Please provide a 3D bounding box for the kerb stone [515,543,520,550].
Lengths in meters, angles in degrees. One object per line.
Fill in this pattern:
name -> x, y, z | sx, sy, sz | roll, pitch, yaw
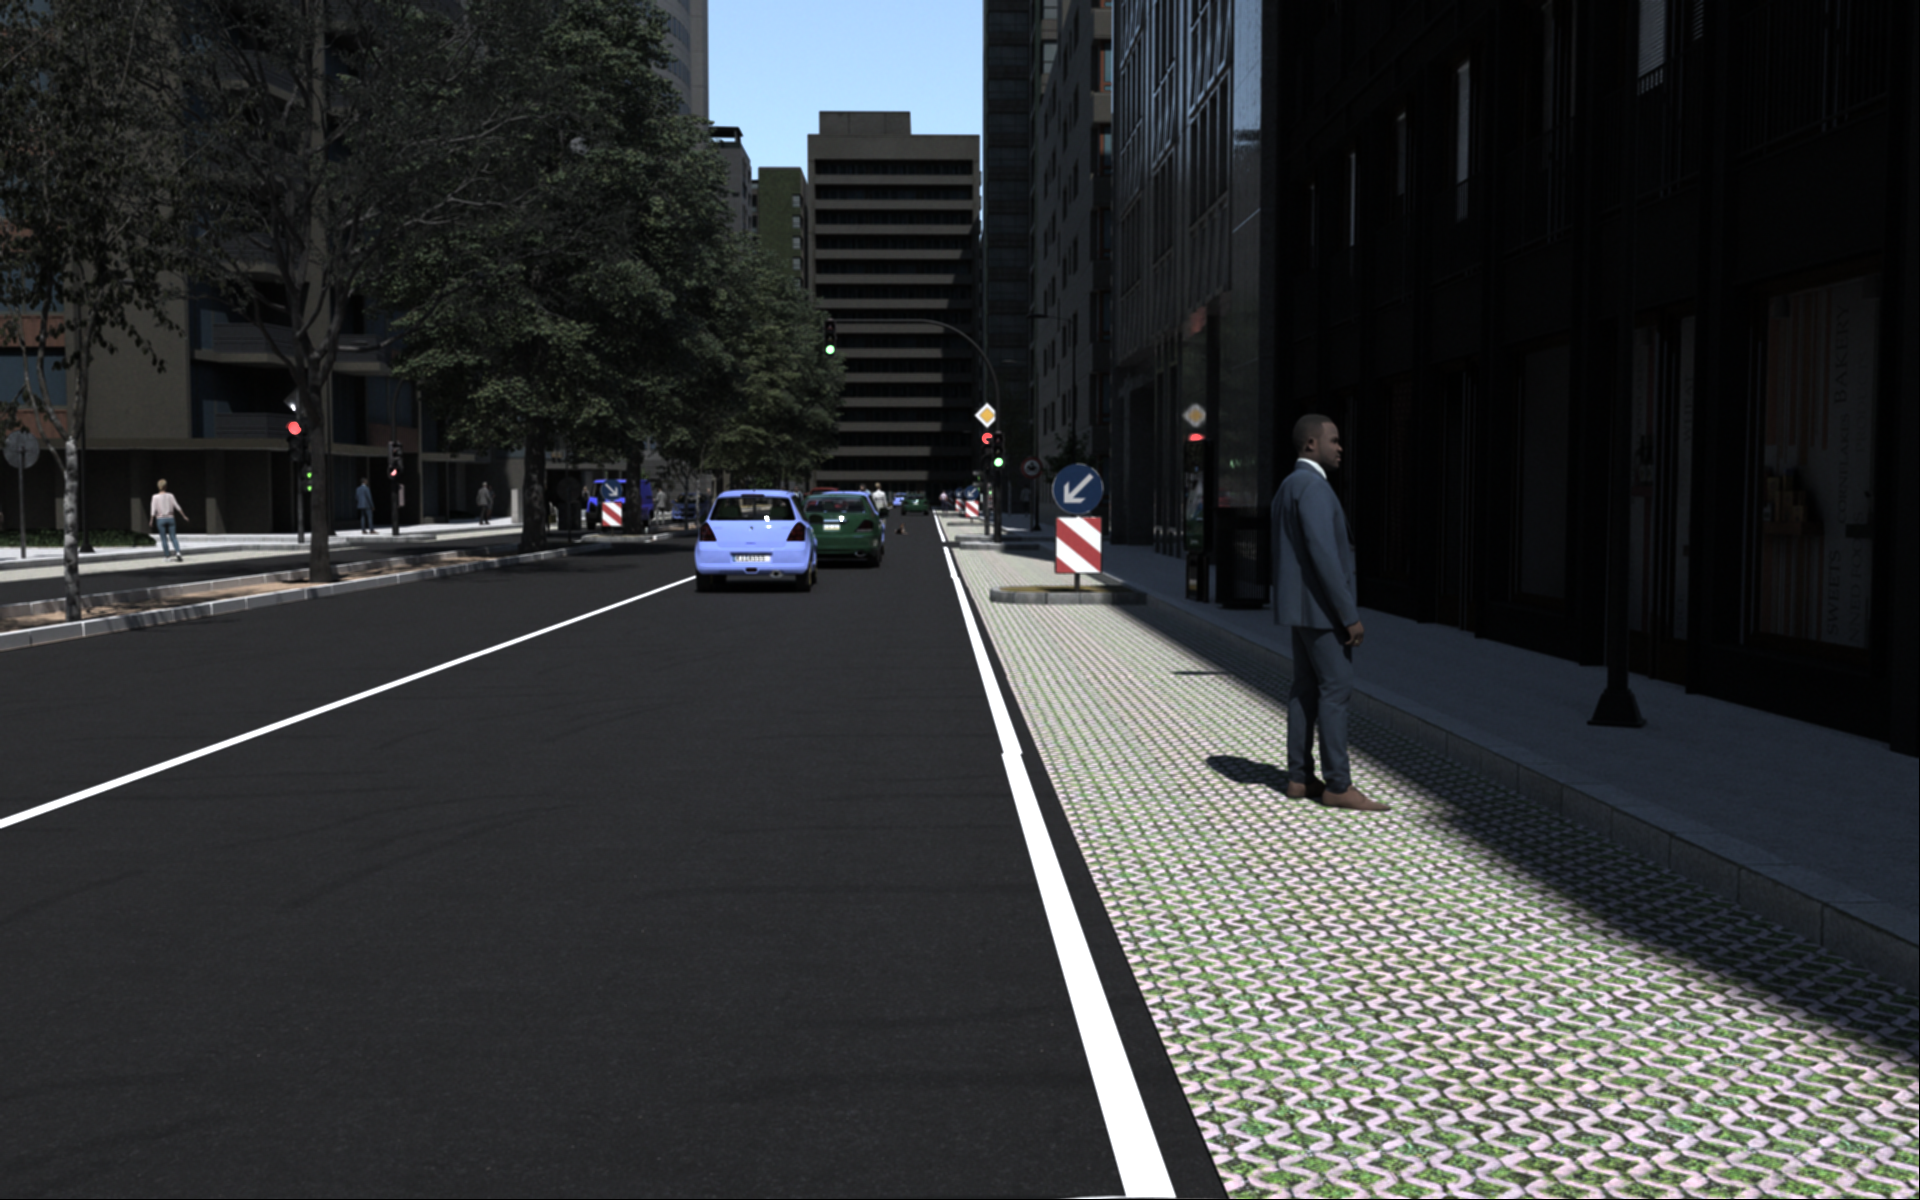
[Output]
kerb stone -> -11.394, -1.358, 44.401 | 0.120, 0.150, 1.000 | 0, 4, -1

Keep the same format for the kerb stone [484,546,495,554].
kerb stone -> -11.337, -1.170, 41.325 | 0.120, 0.150, 1.000 | 0, 4, -1

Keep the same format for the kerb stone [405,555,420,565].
kerb stone -> -11.232, -0.794, 35.173 | 0.120, 0.150, 1.000 | 0, 4, -1

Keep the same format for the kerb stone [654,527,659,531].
kerb stone -> -11.799, -2.705, 66.473 | 0.120, 0.150, 1.000 | 0, 4, -1

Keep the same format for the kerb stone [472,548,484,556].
kerb stone -> -11.321, -1.104, 40.294 | 0.120, 0.150, 1.000 | 0, 4, -1

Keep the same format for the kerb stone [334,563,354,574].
kerb stone -> -11.152, -0.540, 31.074 | 0.120, 0.150, 1.000 | 0, 4, -1

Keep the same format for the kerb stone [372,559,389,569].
kerb stone -> -11.192, -0.667, 33.122 | 0.120, 0.150, 1.000 | 0, 4, -1

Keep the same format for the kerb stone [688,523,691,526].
kerb stone -> -11.974, -3.266, 75.684 | 0.120, 0.150, 1.000 | 0, 4, -1

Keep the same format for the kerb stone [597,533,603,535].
kerb stone -> -11.592, -2.014, 55.160 | 0.120, 0.150, 1.000 | 0, 4, -1

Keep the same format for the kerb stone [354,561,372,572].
kerb stone -> -11.174, -0.606, 32.098 | 0.120, 0.150, 1.000 | 0, 4, -1

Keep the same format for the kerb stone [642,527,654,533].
kerb stone -> -11.785, -2.638, 65.434 | 0.120, 0.150, 1.000 | 0, 4, -1

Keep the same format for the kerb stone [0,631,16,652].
kerb stone -> -8.775, 0.395, 15.744 | 0.120, 0.150, 1.000 | 0, 4, -1

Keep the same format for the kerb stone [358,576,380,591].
kerb stone -> -8.965, -0.232, 25.995 | 0.120, 0.150, 1.000 | 0, 4, -1

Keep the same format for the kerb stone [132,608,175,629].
kerb stone -> -8.834, 0.207, 18.812 | 0.120, 0.150, 1.000 | 0, 4, -1

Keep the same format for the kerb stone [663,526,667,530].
kerb stone -> -11.835, -2.833, 68.517 | 0.120, 0.150, 1.000 | 0, 4, -1

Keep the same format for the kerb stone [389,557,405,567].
kerb stone -> -11.212, -0.731, 34.144 | 0.120, 0.150, 1.000 | 0, 4, -1

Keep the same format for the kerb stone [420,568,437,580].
kerb stone -> -9.029, -0.416, 29.074 | 0.120, 0.150, 1.000 | 0, 4, -1

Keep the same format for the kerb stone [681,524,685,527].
kerb stone -> -11.930, -3.146, 73.640 | 0.120, 0.150, 1.000 | 0, 4, -1

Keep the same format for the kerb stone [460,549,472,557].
kerb stone -> -11.311, -1.044, 39.268 | 0.120, 0.150, 1.000 | 0, 4, -1

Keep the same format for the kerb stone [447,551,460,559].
kerb stone -> -11.286, -0.981, 38.238 | 0.120, 0.150, 1.000 | 0, 4, -1

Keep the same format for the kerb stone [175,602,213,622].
kerb stone -> -8.855, 0.150, 19.843 | 0.120, 0.150, 1.000 | 0, 4, -1

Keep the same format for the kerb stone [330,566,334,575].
kerb stone -> -11.136, -0.481, 30.052 | 0.120, 0.150, 1.000 | 0, 4, -1

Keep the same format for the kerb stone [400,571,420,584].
kerb stone -> -9.001, -0.358, 28.045 | 0.120, 0.150, 1.000 | 0, 4, -1

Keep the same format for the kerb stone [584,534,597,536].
kerb stone -> -11.578, -1.954, 54.138 | 0.120, 0.150, 1.000 | 0, 4, -1

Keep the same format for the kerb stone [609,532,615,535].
kerb stone -> -11.635, -2.141, 57.207 | 0.120, 0.150, 1.000 | 0, 4, -1

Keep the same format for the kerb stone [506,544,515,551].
kerb stone -> -11.382, -1.294, 43.379 | 0.120, 0.150, 1.000 | 0, 4, -1

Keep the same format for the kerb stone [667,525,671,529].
kerb stone -> -11.860, -2.893, 69.548 | 0.120, 0.150, 1.000 | 0, 4, -1

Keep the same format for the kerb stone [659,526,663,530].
kerb stone -> -11.817, -2.771, 67.495 | 0.120, 0.150, 1.000 | 0, 4, -1

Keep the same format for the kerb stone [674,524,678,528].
kerb stone -> -11.889, -3.021, 71.592 | 0.120, 0.150, 1.000 | 0, 4, -1

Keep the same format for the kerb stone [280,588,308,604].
kerb stone -> -8.909, -0.044, 22.922 | 0.120, 0.150, 1.000 | 0, 4, -1

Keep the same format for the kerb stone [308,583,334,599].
kerb stone -> -8.922, -0.104, 23.950 | 0.120, 0.150, 1.000 | 0, 4, -1

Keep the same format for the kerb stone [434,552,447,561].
kerb stone -> -11.270, -0.919, 37.217 | 0.120, 0.150, 1.000 | 0, 4, -1

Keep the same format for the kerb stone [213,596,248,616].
kerb stone -> -8.865, 0.081, 20.871 | 0.120, 0.150, 1.000 | 0, 4, -1

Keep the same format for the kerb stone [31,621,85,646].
kerb stone -> -8.803, 0.332, 16.766 | 0.120, 0.150, 1.000 | 0, 4, -1

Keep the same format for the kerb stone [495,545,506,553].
kerb stone -> -11.359, -1.233, 42.358 | 0.120, 0.150, 1.000 | 0, 4, -1

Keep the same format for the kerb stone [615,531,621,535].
kerb stone -> -11.649, -2.204, 58.233 | 0.120, 0.150, 1.000 | 0, 4, -1

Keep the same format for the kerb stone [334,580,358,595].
kerb stone -> -8.942, -0.170, 24.973 | 0.120, 0.150, 1.000 | 0, 4, -1

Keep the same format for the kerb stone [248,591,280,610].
kerb stone -> -8.884, 0.018, 21.899 | 0.120, 0.150, 1.000 | 0, 4, -1

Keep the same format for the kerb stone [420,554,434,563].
kerb stone -> -11.243, -0.856, 36.195 | 0.120, 0.150, 1.000 | 0, 4, -1

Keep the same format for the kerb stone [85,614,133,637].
kerb stone -> -8.813, 0.269, 17.791 | 0.120, 0.150, 1.000 | 0, 4, -1

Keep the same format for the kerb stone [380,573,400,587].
kerb stone -> -8.986, -0.295, 27.017 | 0.120, 0.150, 1.000 | 0, 4, -1

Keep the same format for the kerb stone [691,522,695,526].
kerb stone -> -11.981, -3.334, 76.707 | 0.120, 0.150, 1.000 | 0, 4, -1

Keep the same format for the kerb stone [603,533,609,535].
kerb stone -> -11.612, -2.079, 56.182 | 0.120, 0.150, 1.000 | 0, 4, -1

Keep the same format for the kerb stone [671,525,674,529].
kerb stone -> -11.873, -2.958, 70.570 | 0.120, 0.150, 1.000 | 0, 4, -1

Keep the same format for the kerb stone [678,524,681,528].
kerb stone -> -11.919, -3.084, 72.617 | 0.120, 0.150, 1.000 | 0, 4, -1
